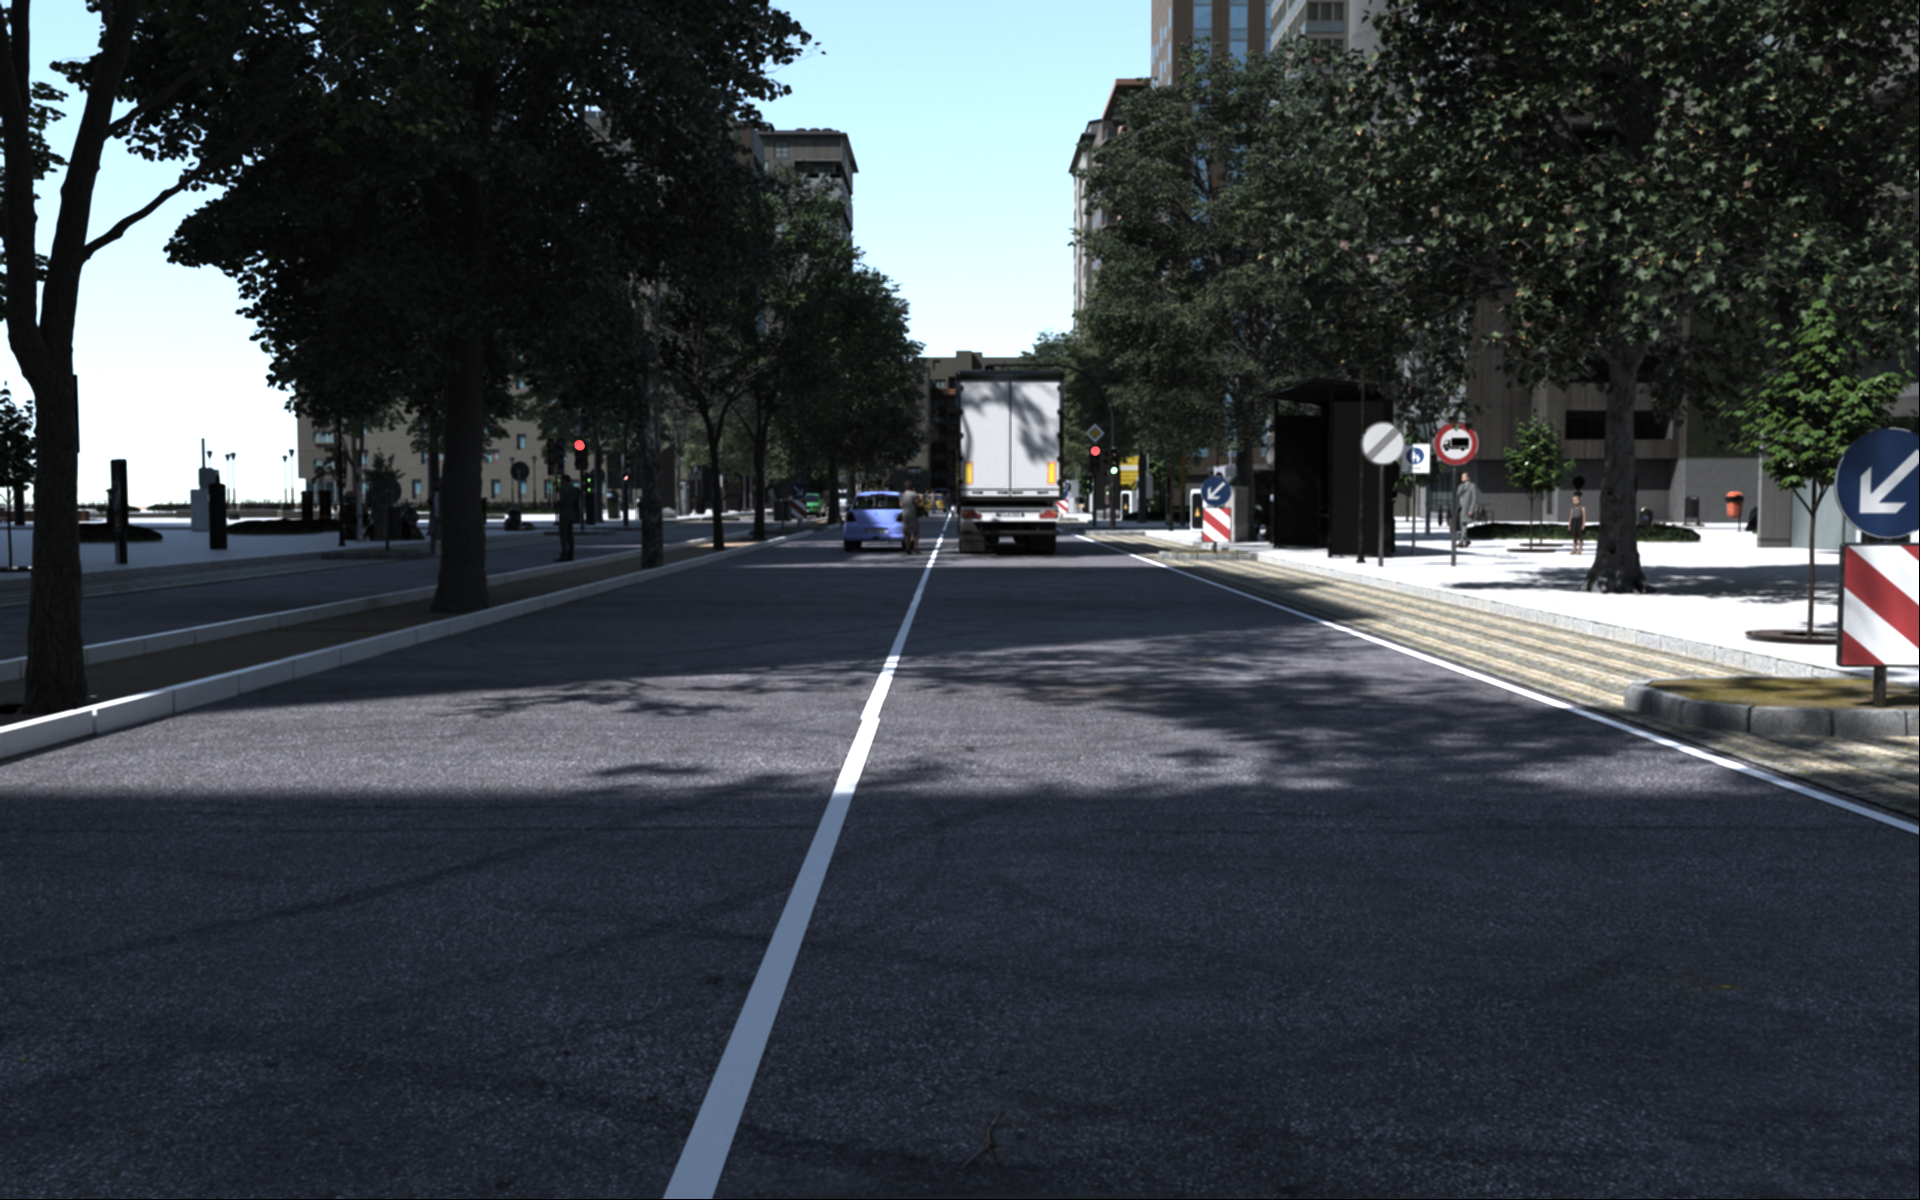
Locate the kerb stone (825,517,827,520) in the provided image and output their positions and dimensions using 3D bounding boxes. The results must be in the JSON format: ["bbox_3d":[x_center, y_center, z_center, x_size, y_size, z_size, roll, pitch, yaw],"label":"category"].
[{"bbox_3d":[-7.413,-4.348,93.390,0.120,0.150,1.000,0,3,0],"label":"kerb stone"}]

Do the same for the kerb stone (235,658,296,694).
[{"bbox_3d":[-5.215,0.571,12.885,0.120,0.150,1.000,0,3,0],"label":"kerb stone"}]

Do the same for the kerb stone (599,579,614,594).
[{"bbox_3d":[-5.235,-0.183,25.191,0.120,0.150,1.000,0,3,0],"label":"kerb stone"}]

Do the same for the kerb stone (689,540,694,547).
[{"bbox_3d":[-7.365,-1.499,46.705,0.120,0.150,1.000,0,3,0],"label":"kerb stone"}]

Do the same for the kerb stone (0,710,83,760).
[{"bbox_3d":[-5.224,0.758,9.813,0.120,0.150,1.000,0,3,0],"label":"kerb stone"}]

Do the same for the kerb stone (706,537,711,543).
[{"bbox_3d":[-7.364,-1.684,49.771,0.120,0.150,1.000,0,3,0],"label":"kerb stone"}]

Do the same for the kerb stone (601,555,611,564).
[{"bbox_3d":[-7.346,-0.796,35.425,0.120,0.150,1.000,0,3,0],"label":"kerb stone"}]

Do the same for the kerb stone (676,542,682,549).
[{"bbox_3d":[-7.362,-1.373,44.640,0.120,0.150,1.000,0,3,0],"label":"kerb stone"}]

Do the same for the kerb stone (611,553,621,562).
[{"bbox_3d":[-7.353,-0.872,36.446,0.120,0.150,1.000,0,3,0],"label":"kerb stone"}]

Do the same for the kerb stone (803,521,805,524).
[{"bbox_3d":[-7.387,-3.540,80.077,0.120,0.150,1.000,0,3,0],"label":"kerb stone"}]

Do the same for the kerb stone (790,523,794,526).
[{"bbox_3d":[-7.395,-3.221,74.949,0.120,0.150,1.000,0,3,0],"label":"kerb stone"}]

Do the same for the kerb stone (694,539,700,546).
[{"bbox_3d":[-7.359,-1.562,47.727,0.120,0.150,1.000,0,3,0],"label":"kerb stone"}]

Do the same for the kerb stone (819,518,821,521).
[{"bbox_3d":[-7.400,-4.102,89.290,0.120,0.150,1.000,0,3,0],"label":"kerb stone"}]

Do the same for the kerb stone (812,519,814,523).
[{"bbox_3d":[-7.400,-3.854,85.200,0.120,0.150,1.000,0,3,0],"label":"kerb stone"}]

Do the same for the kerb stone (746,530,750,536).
[{"bbox_3d":[-7.371,-2.249,59.027,0.120,0.150,1.000,0,3,0],"label":"kerb stone"}]

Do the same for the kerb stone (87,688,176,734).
[{"bbox_3d":[-5.211,0.695,10.835,0.120,0.150,1.000,0,3,0],"label":"kerb stone"}]

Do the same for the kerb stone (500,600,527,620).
[{"bbox_3d":[-5.230,0.131,20.053,0.120,0.150,1.000,0,3,0],"label":"kerb stone"}]

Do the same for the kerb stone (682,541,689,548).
[{"bbox_3d":[-7.360,-1.436,45.677,0.120,0.150,1.000,0,3,0],"label":"kerb stone"}]

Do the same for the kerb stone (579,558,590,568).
[{"bbox_3d":[-7.339,-0.681,33.370,0.120,0.150,1.000,0,3,0],"label":"kerb stone"}]

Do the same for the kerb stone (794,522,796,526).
[{"bbox_3d":[-7.395,-3.282,75.975,0.120,0.150,1.000,0,3,0],"label":"kerb stone"}]

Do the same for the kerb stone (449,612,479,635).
[{"bbox_3d":[-5.223,0.259,18.007,0.120,0.150,1.000,0,3,0],"label":"kerb stone"}]

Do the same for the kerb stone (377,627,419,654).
[{"bbox_3d":[-5.223,0.382,15.955,0.120,0.150,1.000,0,3,0],"label":"kerb stone"}]

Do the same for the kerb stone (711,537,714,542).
[{"bbox_3d":[-7.367,-1.749,50.793,0.120,0.150,1.000,0,3,0],"label":"kerb stone"}]

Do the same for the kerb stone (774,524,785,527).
[{"bbox_3d":[-7.384,-2.975,70.847,0.120,0.150,1.000,0,3,0],"label":"kerb stone"}]

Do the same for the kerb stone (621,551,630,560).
[{"bbox_3d":[-7.351,-0.931,37.469,0.120,0.150,1.000,0,3,0],"label":"kerb stone"}]

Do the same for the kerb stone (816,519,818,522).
[{"bbox_3d":[-7.403,-3.979,87.246,0.120,0.150,1.000,0,3,0],"label":"kerb stone"}]

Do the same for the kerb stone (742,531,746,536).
[{"bbox_3d":[-7.369,-2.184,58.001,0.120,0.150,1.000,0,3,0],"label":"kerb stone"}]

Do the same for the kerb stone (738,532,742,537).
[{"bbox_3d":[-7.373,-2.127,56.970,0.120,0.150,1.000,0,3,0],"label":"kerb stone"}]

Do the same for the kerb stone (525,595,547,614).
[{"bbox_3d":[-5.234,0.068,21.088,0.120,0.150,1.000,0,3,0],"label":"kerb stone"}]

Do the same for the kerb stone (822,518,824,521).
[{"bbox_3d":[-7.405,-4.229,91.345,0.120,0.150,1.000,0,3,0],"label":"kerb stone"}]

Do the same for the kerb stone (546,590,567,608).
[{"bbox_3d":[-5.228,0.007,22.110,0.120,0.150,1.000,0,3,0],"label":"kerb stone"}]

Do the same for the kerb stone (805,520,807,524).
[{"bbox_3d":[-7.397,-3.595,81.099,0.120,0.150,1.000,0,3,0],"label":"kerb stone"}]

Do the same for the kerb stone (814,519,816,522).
[{"bbox_3d":[-7.406,-3.910,86.224,0.120,0.150,1.000,0,3,0],"label":"kerb stone"}]

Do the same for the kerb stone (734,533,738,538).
[{"bbox_3d":[-7.371,-2.060,55.936,0.120,0.150,1.000,0,3,0],"label":"kerb stone"}]

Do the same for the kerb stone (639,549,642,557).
[{"bbox_3d":[-7.348,-1.059,39.515,0.120,0.150,1.000,0,3,0],"label":"kerb stone"}]

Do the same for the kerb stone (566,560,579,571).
[{"bbox_3d":[-7.337,-0.618,32.344,0.120,0.150,1.000,0,3,0],"label":"kerb stone"}]

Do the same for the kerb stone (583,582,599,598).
[{"bbox_3d":[-5.234,-0.120,24.162,0.120,0.150,1.000,0,3,0],"label":"kerb stone"}]

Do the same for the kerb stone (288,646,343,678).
[{"bbox_3d":[-5.215,0.507,13.907,0.120,0.150,1.000,0,3,0],"label":"kerb stone"}]

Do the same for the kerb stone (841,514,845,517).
[{"bbox_3d":[-7.428,-5.484,111.862,0.120,0.150,1.000,0,3,0],"label":"kerb stone"}]

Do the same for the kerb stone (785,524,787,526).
[{"bbox_3d":[-7.381,-3.038,71.872,0.120,0.150,1.000,0,3,0],"label":"kerb stone"}]

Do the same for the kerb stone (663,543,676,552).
[{"bbox_3d":[-7.349,-1.304,43.610,0.120,0.150,1.000,0,3,0],"label":"kerb stone"}]

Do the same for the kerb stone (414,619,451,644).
[{"bbox_3d":[-5.225,0.319,16.985,0.120,0.150,1.000,0,3,0],"label":"kerb stone"}]

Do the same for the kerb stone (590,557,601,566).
[{"bbox_3d":[-7.339,-0.743,34.392,0.120,0.150,1.000,0,3,0],"label":"kerb stone"}]

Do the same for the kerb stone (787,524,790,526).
[{"bbox_3d":[-7.383,-3.099,72.895,0.120,0.150,1.000,0,3,0],"label":"kerb stone"}]

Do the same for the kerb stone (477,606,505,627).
[{"bbox_3d":[-5.225,0.196,19.031,0.120,0.150,1.000,0,3,0],"label":"kerb stone"}]

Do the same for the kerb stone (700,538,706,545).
[{"bbox_3d":[-7.364,-1.622,48.749,0.120,0.150,1.000,0,3,0],"label":"kerb stone"}]

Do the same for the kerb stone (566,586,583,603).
[{"bbox_3d":[-5.241,-0.056,23.135,0.120,0.150,1.000,0,3,0],"label":"kerb stone"}]

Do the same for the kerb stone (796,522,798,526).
[{"bbox_3d":[-7.396,-3.352,77.001,0.120,0.150,1.000,0,3,0],"label":"kerb stone"}]

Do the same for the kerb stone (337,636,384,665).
[{"bbox_3d":[-5.217,0.444,14.933,0.120,0.150,1.000,0,3,0],"label":"kerb stone"}]

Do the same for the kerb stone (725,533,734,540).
[{"bbox_3d":[-7.361,-2.001,54.909,0.120,0.150,1.000,0,3,0],"label":"kerb stone"}]

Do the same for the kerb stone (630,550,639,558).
[{"bbox_3d":[-7.350,-0.997,38.493,0.120,0.150,1.000,0,3,0],"label":"kerb stone"}]

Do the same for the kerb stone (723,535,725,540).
[{"bbox_3d":[-7.367,-1.875,52.852,0.120,0.150,1.000,0,3,0],"label":"kerb stone"}]

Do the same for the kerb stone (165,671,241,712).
[{"bbox_3d":[-5.209,0.632,11.858,0.120,0.150,1.000,0,3,0],"label":"kerb stone"}]

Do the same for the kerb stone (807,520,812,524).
[{"bbox_3d":[-7.399,-3.791,84.176,0.120,0.150,1.000,0,3,0],"label":"kerb stone"}]
